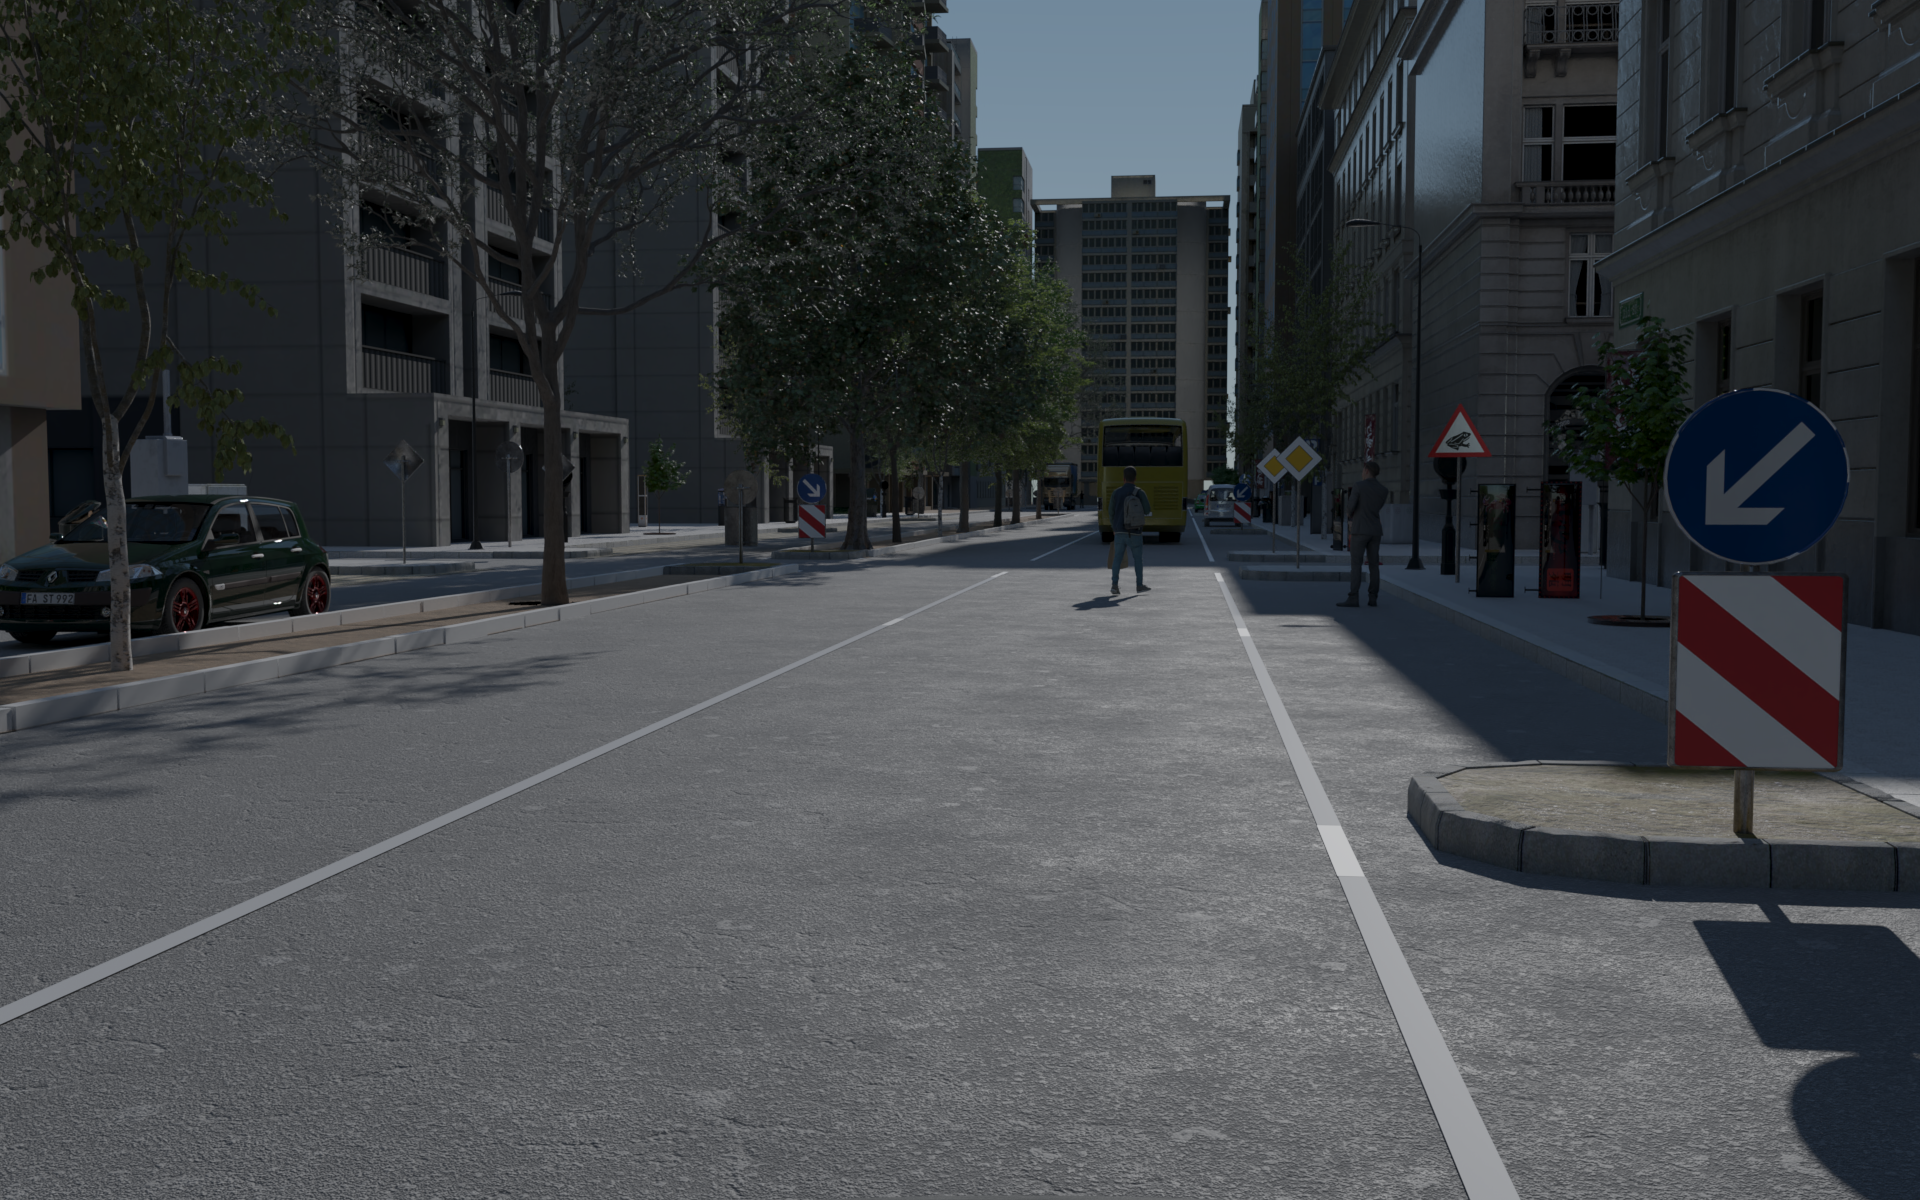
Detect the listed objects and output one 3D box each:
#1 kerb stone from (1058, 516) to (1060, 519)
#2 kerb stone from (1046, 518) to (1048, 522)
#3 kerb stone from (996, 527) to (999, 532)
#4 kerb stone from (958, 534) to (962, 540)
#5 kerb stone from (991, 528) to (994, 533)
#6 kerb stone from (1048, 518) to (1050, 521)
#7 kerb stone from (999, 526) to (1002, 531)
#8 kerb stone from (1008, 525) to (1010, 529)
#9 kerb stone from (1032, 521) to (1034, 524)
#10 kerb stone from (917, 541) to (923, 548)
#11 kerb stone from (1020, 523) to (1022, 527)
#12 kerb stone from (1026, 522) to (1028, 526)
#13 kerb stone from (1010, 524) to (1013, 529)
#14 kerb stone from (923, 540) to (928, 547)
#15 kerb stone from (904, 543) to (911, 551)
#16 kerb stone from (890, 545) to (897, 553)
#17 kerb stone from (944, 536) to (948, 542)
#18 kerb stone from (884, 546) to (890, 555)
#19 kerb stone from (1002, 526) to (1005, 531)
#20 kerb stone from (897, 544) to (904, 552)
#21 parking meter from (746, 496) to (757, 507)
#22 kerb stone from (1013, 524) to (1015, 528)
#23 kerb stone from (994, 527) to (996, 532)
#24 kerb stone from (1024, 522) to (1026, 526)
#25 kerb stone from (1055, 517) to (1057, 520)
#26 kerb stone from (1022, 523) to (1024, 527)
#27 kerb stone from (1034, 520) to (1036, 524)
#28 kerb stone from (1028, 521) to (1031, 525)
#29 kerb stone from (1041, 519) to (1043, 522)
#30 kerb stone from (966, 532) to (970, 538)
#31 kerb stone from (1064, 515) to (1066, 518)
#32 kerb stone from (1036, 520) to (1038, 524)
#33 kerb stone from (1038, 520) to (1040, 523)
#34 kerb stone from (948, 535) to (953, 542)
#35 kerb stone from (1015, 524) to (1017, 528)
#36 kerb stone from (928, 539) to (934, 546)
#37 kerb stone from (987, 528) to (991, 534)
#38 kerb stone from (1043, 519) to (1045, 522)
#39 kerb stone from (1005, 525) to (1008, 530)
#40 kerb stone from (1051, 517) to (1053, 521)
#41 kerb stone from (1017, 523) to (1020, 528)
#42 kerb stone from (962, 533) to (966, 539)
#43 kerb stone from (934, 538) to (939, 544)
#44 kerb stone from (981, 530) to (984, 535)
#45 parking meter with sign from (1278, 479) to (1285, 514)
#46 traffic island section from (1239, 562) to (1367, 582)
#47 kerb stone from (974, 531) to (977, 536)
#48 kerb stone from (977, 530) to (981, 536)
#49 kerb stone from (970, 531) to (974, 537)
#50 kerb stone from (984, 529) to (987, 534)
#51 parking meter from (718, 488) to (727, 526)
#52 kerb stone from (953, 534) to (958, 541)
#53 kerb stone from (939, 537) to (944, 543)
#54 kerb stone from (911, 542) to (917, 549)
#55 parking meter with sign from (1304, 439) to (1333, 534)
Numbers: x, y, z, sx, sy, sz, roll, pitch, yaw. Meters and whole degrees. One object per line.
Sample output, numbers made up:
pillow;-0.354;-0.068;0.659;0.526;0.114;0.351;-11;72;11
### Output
kerb stone;5.335;-4.570;96.967;0.120;0.150;1.000;0;4;7
kerb stone;4.292;-4.069;88.832;0.120;0.150;1.000;0;4;7
kerb stone;1.284;-2.642;65.420;0.120;0.150;1.000;0;4;7
kerb stone;-0.145;-1.960;54.236;0.120;0.150;1.000;0;4;7
kerb stone;1.023;-2.520;63.392;0.120;0.150;1.000;0;4;7
kerb stone;4.423;-4.137;89.845;0.120;0.150;1.000;0;4;7
kerb stone;1.417;-2.706;66.434;0.120;0.150;1.000;0;4;7
kerb stone;1.797;-2.892;69.485;0.120;0.150;1.000;0;4;7
kerb stone;3.247;-3.577;80.680;0.120;0.150;1.000;0;4;7
kerb stone;-1.192;-1.452;46.082;0.120;0.150;1.000;0;4;7
kerb stone;2.471;-3.203;74.562;0.120;0.150;1.000;0;4;7
kerb stone;2.851;-3.390;77.627;0.120;0.150;1.000;0;4;7
kerb stone;1.934;-2.953;70.499;0.120;0.150;1.000;0;4;7
kerb stone;-1.061;-1.521;47.095;0.120;0.150;1.000;0;4;7
kerb stone;-1.456;-1.335;44.049;0.120;0.150;1.000;0;4;7
kerb stone;-1.718;-1.212;42.005;0.120;0.150;1.000;0;4;7
kerb stone;-0.545;-1.772;51.167;0.120;0.150;1.000;0;4;7
kerb stone;-1.851;-1.149;40.989;0.120;0.150;1.000;0;4;7
kerb stone;1.551;-2.768;67.447;0.120;0.150;1.000;0;4;7
kerb stone;-1.588;-1.269;43.033;0.120;0.150;1.000;0;4;7
parking meter;-7.839;-3.624;64.967;0.399;1.863;0.255;3;5;43
kerb stone;2.067;-3.017;71.519;0.120;0.150;1.000;0;4;7
kerb stone;1.150;-2.580;64.407;0.120;0.150;1.000;0;4;7
kerb stone;2.720;-3.323;76.605;0.120;0.150;1.000;0;4;7
kerb stone;5.075;-4.449;94.937;0.120;0.150;1.000;0;4;7
kerb stone;2.589;-3.265;75.586;0.120;0.150;1.000;0;4;7
kerb stone;3.371;-3.637;81.695;0.120;0.150;1.000;0;4;7
kerb stone;2.988;-3.450;78.640;0.120;0.150;1.000;0;4;7
kerb stone;3.898;-3.878;85.774;0.120;0.150;1.000;0;4;7
kerb stone;0.112;-2.084;56.269;0.120;0.150;1.000;0;4;7
kerb stone;5.986;-4.884;102.060;0.120;0.150;1.000;0;4;7
kerb stone;3.509;-3.701;82.713;0.120;0.150;1.000;0;4;7
kerb stone;3.642;-3.757;83.733;0.120;0.150;1.000;0;4;7
kerb stone;-0.414;-1.835;52.194;0.120;0.150;1.000;0;4;7
kerb stone;2.195;-3.076;72.535;0.120;0.150;1.000;0;4;7
kerb stone;-0.936;-1.585;48.114;0.120;0.150;1.000;0;4;7
kerb stone;0.895;-2.450;62.376;0.120;0.150;1.000;0;4;7
kerb stone;4.033;-3.951;86.798;0.120;0.150;1.000;0;4;7
kerb stone;1.683;-2.830;68.461;0.120;0.150;1.000;0;4;7
kerb stone;4.687;-4.259;91.887;0.120;0.150;1.000;0;4;7
kerb stone;2.333;-3.141;73.548;0.120;0.150;1.000;0;4;7
kerb stone;-0.011;-2.022;55.252;0.120;0.150;1.000;0;4;7
kerb stone;-0.803;-1.648;49.134;0.120;0.150;1.000;0;4;7
kerb stone;0.637;-2.333;60.341;0.120;0.150;1.000;0;4;7
parking meter with sign;15.159;-5.232;81.802;0.543;3.016;1.738;1;4;13
traffic island section;5.848;-0.464;29.870;2.009;0.180;2.903;0;4;7
kerb stone;0.366;-2.208;58.303;0.120;0.150;1.000;0;4;7
kerb stone;0.501;-2.271;59.321;0.120;0.150;1.000;0;4;7
kerb stone;0.248;-2.143;57.287;0.120;0.150;1.000;0;4;7
kerb stone;0.761;-2.392;61.362;0.120;0.150;1.000;0;4;7
parking meter;-9.569;-3.757;69.842;0.372;1.533;0.369;0;3;0
kerb stone;-0.273;-1.898;53.222;0.120;0.150;1.000;0;4;7
kerb stone;-0.674;-1.707;50.153;0.120;0.150;1.000;0;4;7
kerb stone;-1.325;-1.399;45.068;0.120;0.150;1.000;0;4;7
parking meter with sign;11.668;-3.633;55.658;0.543;3.016;1.738;3;4;37
